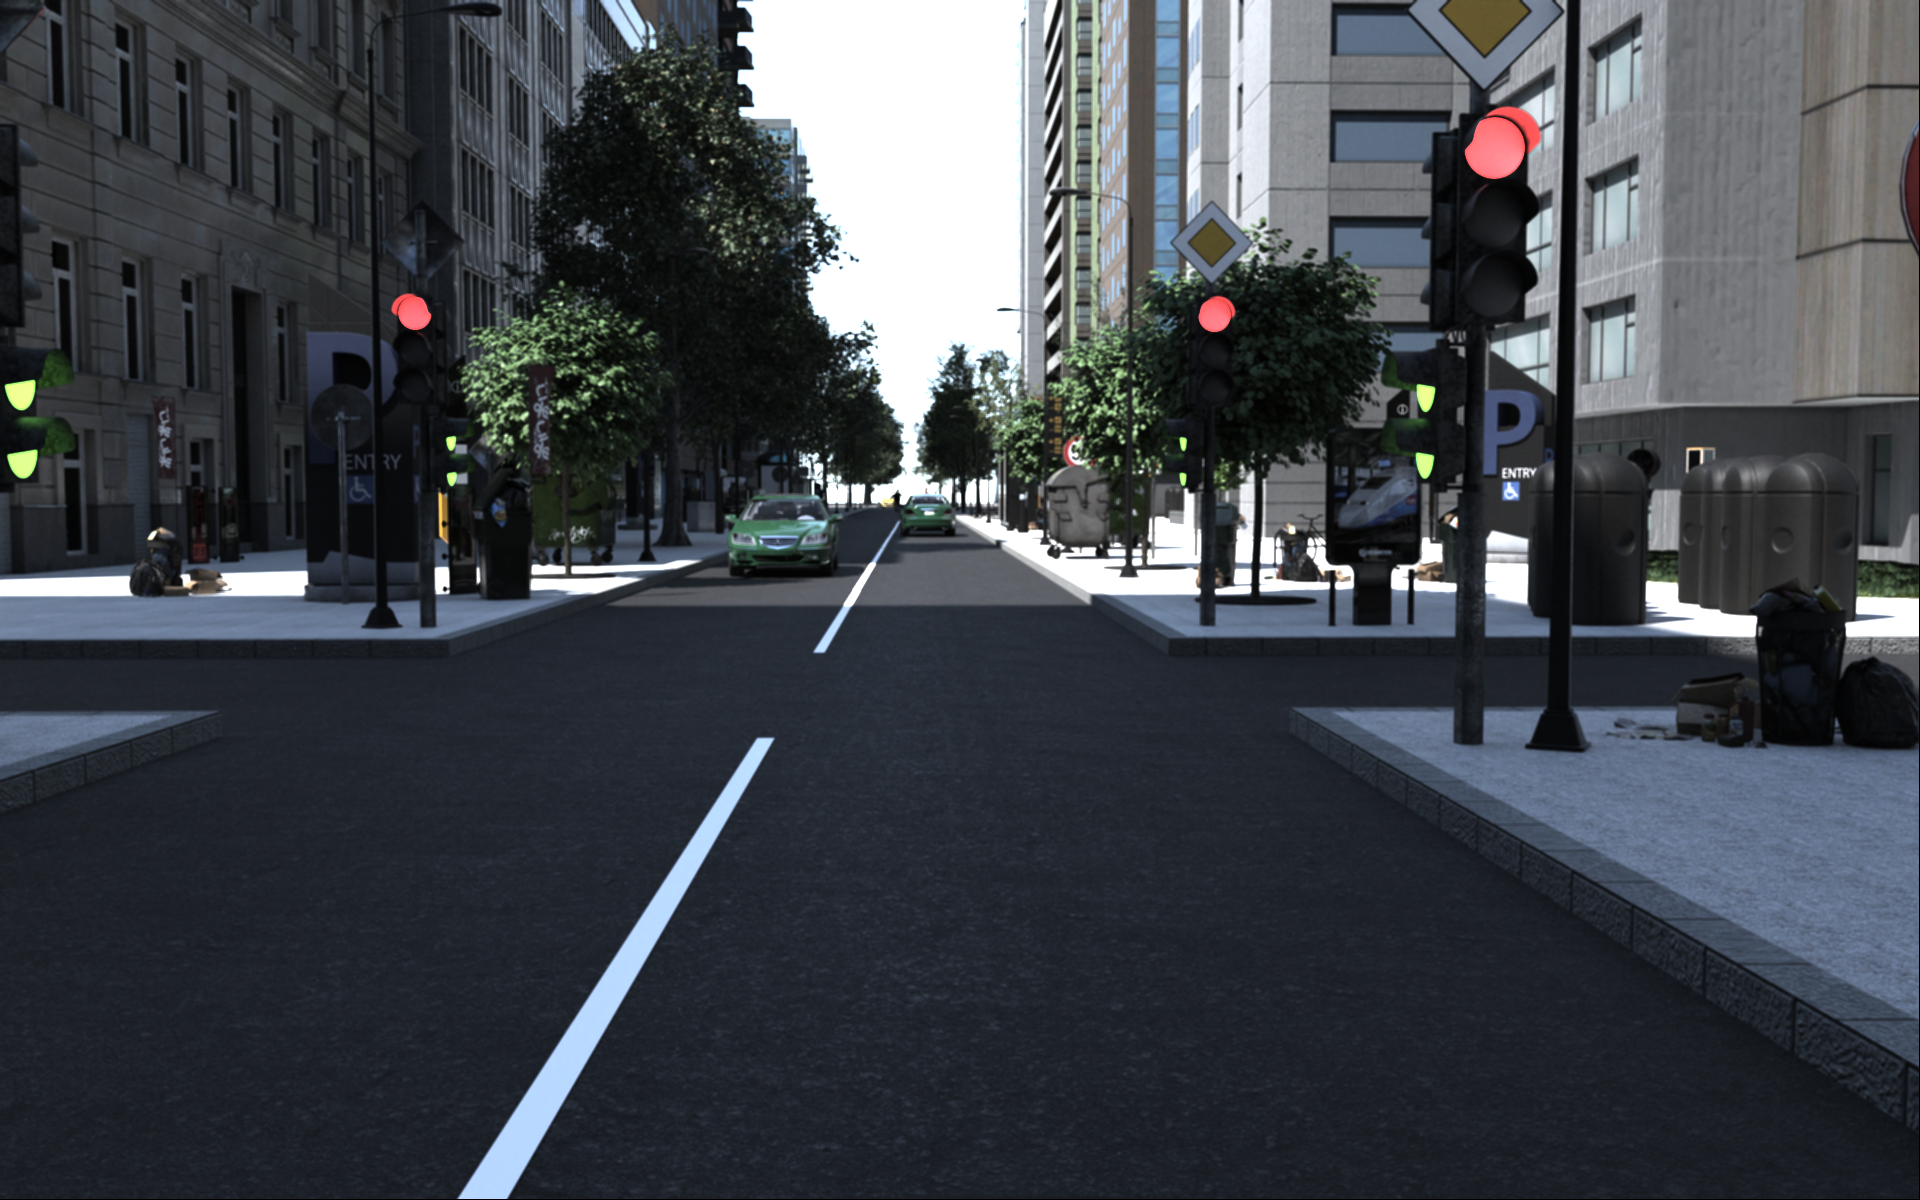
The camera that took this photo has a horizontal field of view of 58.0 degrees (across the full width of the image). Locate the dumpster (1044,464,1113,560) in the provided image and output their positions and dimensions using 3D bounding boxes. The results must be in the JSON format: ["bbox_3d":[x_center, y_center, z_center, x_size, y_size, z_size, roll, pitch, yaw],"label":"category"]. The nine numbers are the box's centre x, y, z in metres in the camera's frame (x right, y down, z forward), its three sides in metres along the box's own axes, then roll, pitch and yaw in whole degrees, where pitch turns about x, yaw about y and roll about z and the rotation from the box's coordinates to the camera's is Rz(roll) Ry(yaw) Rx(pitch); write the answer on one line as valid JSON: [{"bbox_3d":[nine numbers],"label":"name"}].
[{"bbox_3d":[2.377,-1.762,34.573,1.264,1.857,1.865,0,4,-1],"label":"dumpster"}]

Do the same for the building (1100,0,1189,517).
[{"bbox_3d":[16.015,-27.695,102.924,14.600,45.320,14.200,0,4,-1],"label":"building"}]

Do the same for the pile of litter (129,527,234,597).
[{"bbox_3d":[-10.009,-0.515,22.387,1.176,0.858,1.719,1,4,19],"label":"pile of litter"}]

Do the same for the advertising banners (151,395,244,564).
[{"bbox_3d":[-13.972,-2.176,31.763,0.090,3.025,2.074,1,4,21],"label":"advertising banners"}]

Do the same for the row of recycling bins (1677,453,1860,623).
[{"bbox_3d":[8.686,-0.717,18.834,1.069,1.692,3.534,0,4,6],"label":"row of recycling bins"}]

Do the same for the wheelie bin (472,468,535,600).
[{"bbox_3d":[-5.583,-0.816,21.252,0.693,1.594,0.980,-2,4,-26],"label":"wheelie bin"}]

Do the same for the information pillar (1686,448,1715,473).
[{"bbox_3d":[11.814,-1.418,27.672,0.304,2.012,0.304,-2,4,-28],"label":"information pillar"}]

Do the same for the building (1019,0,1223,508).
[{"bbox_3d":[17.581,-40.565,205.241,21.231,58.520,28.212,0,4,-1],"label":"building"}]

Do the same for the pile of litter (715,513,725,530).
[{"bbox_3d":[-9.129,-2.963,62.405,1.176,0.858,1.719,2,4,34],"label":"pile of litter"}]

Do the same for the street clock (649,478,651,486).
[{"bbox_3d":[-12.307,-3.852,67.552,0.471,2.002,0.358,1,4,13],"label":"street clock"}]

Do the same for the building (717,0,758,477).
[{"bbox_3d":[-27.591,-29.337,134.290,22.147,44.769,28.867,0,4,-1],"label":"building"}]

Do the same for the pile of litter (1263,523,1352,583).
[{"bbox_3d":[5.154,-0.721,25.756,1.176,0.858,1.719,0,4,-6],"label":"pile of litter"}]

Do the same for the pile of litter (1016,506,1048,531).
[{"bbox_3d":[2.795,-2.902,61.406,1.719,0.858,1.176,0,4,-4],"label":"pile of litter"}]

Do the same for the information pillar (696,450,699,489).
[{"bbox_3d":[-13.845,-6.122,91.444,0.183,3.616,0.504,-1,4,-17],"label":"information pillar"}]

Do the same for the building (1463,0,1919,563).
[{"bbox_3d":[19.132,-21.425,33.889,14.086,41.232,14.154,0,4,-1],"label":"building"}]

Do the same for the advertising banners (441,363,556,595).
[{"bbox_3d":[-6.010,-1.625,22.751,0.090,3.025,2.074,2,4,30],"label":"advertising banners"}]

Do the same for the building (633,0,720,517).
[{"bbox_3d":[-23.372,-28.268,112.292,14.600,45.320,14.200,0,4,-1],"label":"building"}]

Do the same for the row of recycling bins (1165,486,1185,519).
[{"bbox_3d":[11.490,-4.959,88.194,1.069,1.692,3.534,-1,4,-21],"label":"row of recycling bins"}]

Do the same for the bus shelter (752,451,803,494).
[{"bbox_3d":[-8.794,-5.504,83.910,2.014,3.302,5.546,0,4,-1],"label":"bus shelter"}]

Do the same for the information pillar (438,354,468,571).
[{"bbox_3d":[-8.448,-2.296,28.901,0.504,3.616,0.183,-3,5,-39],"label":"information pillar"}]

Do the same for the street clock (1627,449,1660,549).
[{"bbox_3d":[10.940,-1.420,27.785,0.471,2.002,0.358,3,5,44],"label":"street clock"}]

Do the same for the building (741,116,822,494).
[{"bbox_3d":[-30.088,-36.844,222.009,23.786,49.044,30.456,0,4,-1],"label":"building"}]

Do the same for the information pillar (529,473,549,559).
[{"bbox_3d":[-8.305,-1.813,34.134,0.304,2.012,0.304,0,4,0],"label":"information pillar"}]

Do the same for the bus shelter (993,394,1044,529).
[{"bbox_3d":[2.436,-5.505,67.642,2.179,5.291,8.768,0,4,-2],"label":"bus shelter"}]

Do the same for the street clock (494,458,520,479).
[{"bbox_3d":[-9.168,-1.868,35.110,0.471,2.002,0.358,1,4,16],"label":"street clock"}]

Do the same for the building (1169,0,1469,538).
[{"bbox_3d":[18.972,-31.842,62.620,21.231,58.520,28.212,0,4,-1],"label":"building"}]

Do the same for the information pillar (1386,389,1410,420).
[{"bbox_3d":[9.282,-2.774,36.708,0.504,3.616,0.183,1,4,10],"label":"information pillar"}]

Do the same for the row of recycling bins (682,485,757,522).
[{"bbox_3d":[-10.930,-4.398,79.026,3.534,1.692,1.069,-1,4,-11],"label":"row of recycling bins"}]

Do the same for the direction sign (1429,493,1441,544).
[{"bbox_3d":[12.228,-3.202,44.354,0.379,3.537,0.876,1,4,12],"label":"direction sign"}]

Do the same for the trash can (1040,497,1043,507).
[{"bbox_3d":[3.598,-4.107,78.803,0.748,1.137,0.748,0,3,0],"label":"trash can"}]

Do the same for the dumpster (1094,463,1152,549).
[{"bbox_3d":[3.770,-2.339,40.730,1.502,2.255,1.985,0,4,-1],"label":"dumpster"}]

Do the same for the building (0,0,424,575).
[{"bbox_3d":[-20.846,-14.621,36.317,12.463,27.353,25.104,0,4,-1],"label":"building"}]

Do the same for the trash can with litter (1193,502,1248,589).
[{"bbox_3d":[3.570,-0.761,23.835,0.624,1.170,1.055,1,4,18],"label":"trash can with litter"}]

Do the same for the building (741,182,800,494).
[{"bbox_3d":[-34.406,-30.721,194.166,32.217,40.220,23.993,0,4,-1],"label":"building"}]

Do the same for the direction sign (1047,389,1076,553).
[{"bbox_3d":[2.322,-2.782,37.488,0.876,3.537,0.379,0,4,-4],"label":"direction sign"}]

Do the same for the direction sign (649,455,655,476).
[{"bbox_3d":[-13.641,-5.072,74.928,0.876,3.537,0.379,-1,4,-8],"label":"direction sign"}]

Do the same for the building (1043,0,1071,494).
[{"bbox_3d":[18.589,-32.136,149.125,21.300,48.544,21.600,0,4,-1],"label":"building"}]

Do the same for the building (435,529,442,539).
[{"bbox_3d":[-20.703,-14.731,58.882,12.078,24.808,19.932,0,4,-1],"label":"building"}]

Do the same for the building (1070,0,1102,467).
[{"bbox_3d":[15.240,-27.392,131.449,14.154,41.232,14.086,0,4,-1],"label":"building"}]

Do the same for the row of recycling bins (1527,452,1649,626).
[{"bbox_3d":[6.602,-0.695,18.477,1.069,1.692,3.534,1,4,13],"label":"row of recycling bins"}]

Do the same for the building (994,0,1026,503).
[{"bbox_3d":[16.453,-56.361,234.170,22.319,86.520,31.000,0,4,-1],"label":"building"}]

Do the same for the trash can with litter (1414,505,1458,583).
[{"bbox_3d":[7.010,-0.838,25.092,0.624,1.170,1.055,-2,4,-32],"label":"trash can with litter"}]

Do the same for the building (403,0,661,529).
[{"bbox_3d":[-21.227,-15.948,78.770,12.078,24.808,19.932,0,4,-1],"label":"building"}]
